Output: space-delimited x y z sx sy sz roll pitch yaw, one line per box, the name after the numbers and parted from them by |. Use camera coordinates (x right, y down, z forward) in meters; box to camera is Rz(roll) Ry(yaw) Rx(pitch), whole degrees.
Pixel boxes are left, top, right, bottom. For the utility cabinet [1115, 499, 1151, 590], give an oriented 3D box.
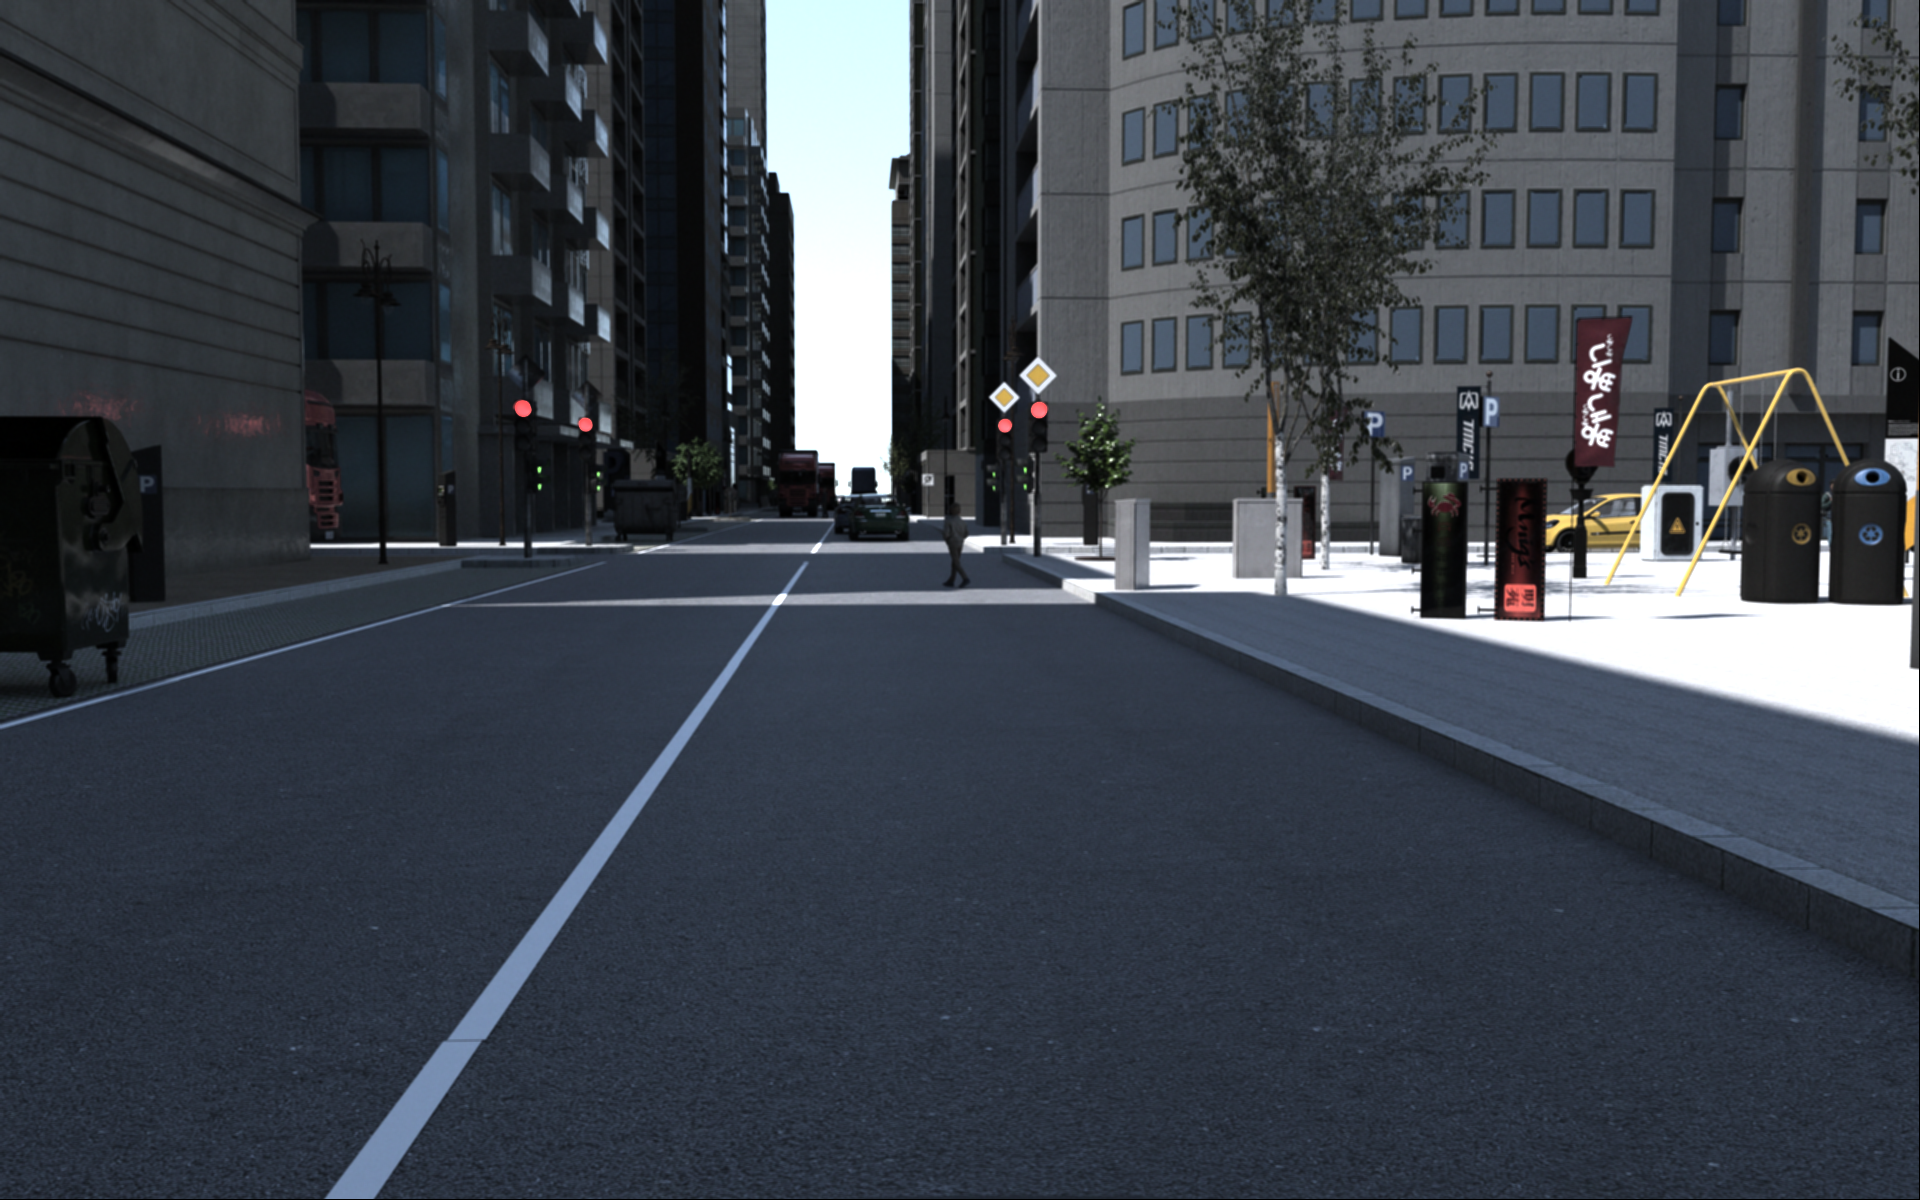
2.340 -0.757 23.533 0.306 1.237 1.020 1 4 17 | utility cabinet

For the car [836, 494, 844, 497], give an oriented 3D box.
-16.735 -13.998 240.866 2.014 1.417 4.499 0 4 -4 | car

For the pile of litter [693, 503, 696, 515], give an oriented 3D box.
-16.098 -5.515 104.136 1.719 0.858 1.176 -1 4 -12 | pile of litter

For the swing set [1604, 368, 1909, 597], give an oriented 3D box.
10.491 -1.559 23.111 2.862 2.851 3.119 0 4 3 | swing set

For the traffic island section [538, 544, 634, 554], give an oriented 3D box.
-9.198 -1.258 42.844 2.009 0.180 2.903 0 4 -3 | traffic island section

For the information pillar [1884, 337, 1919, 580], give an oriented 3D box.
14.036 -2.108 25.823 0.504 3.616 0.183 1 4 22 | information pillar

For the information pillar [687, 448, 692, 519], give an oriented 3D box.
-13.731 -5.906 87.923 0.183 3.616 0.504 -2 4 -30 | information pillar

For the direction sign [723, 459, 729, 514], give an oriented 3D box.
-15.124 -7.330 111.845 0.379 3.537 0.876 -1 4 -15 | direction sign

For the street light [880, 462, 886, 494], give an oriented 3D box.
-10.503 -16.419 241.238 0.468 5.910 1.993 0 4 -3 | street light

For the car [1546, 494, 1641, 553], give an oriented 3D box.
15.512 -1.919 41.604 3.980 1.641 2.015 0 4 -2 | car

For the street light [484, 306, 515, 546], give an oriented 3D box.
-11.355 -4.284 42.823 0.468 5.910 1.993 0 4 -3 | street light

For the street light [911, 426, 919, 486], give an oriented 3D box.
-3.295 -9.157 122.510 0.468 5.910 1.993 0 4 -3 | street light

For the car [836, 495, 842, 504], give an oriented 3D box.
-14.691 -11.708 203.779 2.083 1.381 4.827 0 4 -3 | car

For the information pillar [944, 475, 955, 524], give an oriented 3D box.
-0.408 -3.875 67.854 0.304 2.012 0.304 -2 4 -31 | information pillar

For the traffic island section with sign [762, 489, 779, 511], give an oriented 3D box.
-15.255 -8.202 142.722 1.989 1.847 2.006 0 4 -3 | traffic island section with sign

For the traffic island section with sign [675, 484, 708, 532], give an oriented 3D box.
-10.575 -3.473 65.418 1.989 1.847 2.006 0 4 -3 | traffic island section with sign

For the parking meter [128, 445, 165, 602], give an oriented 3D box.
-9.717 -0.911 20.612 0.399 1.863 0.255 -3 5 -40 | parking meter

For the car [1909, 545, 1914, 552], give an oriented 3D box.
24.476 -1.922 40.106 5.304 1.827 2.281 0 4 -4 | car

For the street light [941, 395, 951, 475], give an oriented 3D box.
-0.670 -6.614 80.927 0.468 5.910 1.993 0 4 -3 | street light

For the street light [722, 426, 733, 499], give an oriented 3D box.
-15.503 -8.688 114.838 0.468 5.910 1.993 0 4 -3 | street light

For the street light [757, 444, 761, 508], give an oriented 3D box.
-18.107 -11.231 156.412 0.468 5.910 1.993 0 4 -3 | street light

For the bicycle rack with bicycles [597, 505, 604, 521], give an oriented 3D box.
-18.038 -4.300 83.685 2.925 0.926 2.852 3 5 45 | bicycle rack with bicycles

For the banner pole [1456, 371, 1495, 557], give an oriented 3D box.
10.541 -2.774 35.377 0.863 3.779 0.401 1 4 13 | banner pole

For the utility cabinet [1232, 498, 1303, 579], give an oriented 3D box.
4.689 -0.933 26.422 1.020 1.237 0.306 0 4 -6 | utility cabinet

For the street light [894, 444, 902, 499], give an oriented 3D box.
-5.541 -11.354 158.422 0.468 5.910 1.993 0 4 -3 | street light

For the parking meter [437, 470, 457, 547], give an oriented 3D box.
-12.548 -2.242 42.360 0.255 1.863 0.399 2 4 30 | parking meter

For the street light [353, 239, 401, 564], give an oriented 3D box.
-10.605 -3.601 31.667 0.468 5.910 1.993 0 4 -3 | street light

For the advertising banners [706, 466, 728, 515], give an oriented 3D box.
-15.214 -6.864 108.407 0.090 3.025 2.074 2 4 33 | advertising banners

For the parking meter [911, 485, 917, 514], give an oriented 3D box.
-2.933 -6.500 111.990 0.399 1.863 0.255 0 4 7 | parking meter

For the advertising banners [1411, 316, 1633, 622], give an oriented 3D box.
5.644 -1.302 17.484 2.074 3.025 0.090 2 4 24 | advertising banners

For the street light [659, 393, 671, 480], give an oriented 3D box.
-13.402 -6.491 78.917 0.468 5.910 1.993 0 4 -3 | street light

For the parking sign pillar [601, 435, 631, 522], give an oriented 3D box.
-15.607 -5.523 78.778 1.447 3.967 1.447 2 4 32 | parking sign pillar

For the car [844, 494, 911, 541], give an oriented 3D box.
-2.593 -2.630 54.791 2.131 1.459 4.920 0 4 -5 | car

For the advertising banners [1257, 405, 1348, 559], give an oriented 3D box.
6.740 -2.311 33.965 2.074 3.025 0.090 -1 4 -22 | advertising banners

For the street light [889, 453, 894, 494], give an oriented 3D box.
-8.239 -14.223 205.327 0.468 5.910 1.993 0 4 -3 | street light

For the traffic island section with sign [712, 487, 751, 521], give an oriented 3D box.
-12.227 -5.137 92.612 1.989 1.847 2.006 0 4 -3 | traffic island section with sign

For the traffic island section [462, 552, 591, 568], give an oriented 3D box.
-8.716 -0.770 34.873 2.009 0.180 2.903 0 4 -3 | traffic island section

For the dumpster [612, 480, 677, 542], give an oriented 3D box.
-9.458 -2.683 52.084 1.865 1.857 1.264 0 4 -3 | dumpster

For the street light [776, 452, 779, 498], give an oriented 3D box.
-20.248 -13.428 192.330 0.468 5.910 1.993 0 4 -3 | street light

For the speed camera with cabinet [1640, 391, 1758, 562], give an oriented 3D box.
14.141 -2.373 33.133 2.038 3.252 0.660 0 4 -6 | speed camera with cabinet

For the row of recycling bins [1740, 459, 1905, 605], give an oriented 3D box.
11.008 -0.795 20.104 3.534 1.692 1.069 2 4 24 | row of recycling bins

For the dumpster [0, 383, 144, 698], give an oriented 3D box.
-7.128 -0.458 12.433 1.985 2.255 1.502 0 4 -5 | dumpster

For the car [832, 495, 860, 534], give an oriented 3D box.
-3.733 -3.187 64.114 2.014 1.417 4.499 0 4 -2 | car

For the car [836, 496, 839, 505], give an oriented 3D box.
-13.878 -10.759 184.712 1.959 1.807 4.718 0 4 -4 | car

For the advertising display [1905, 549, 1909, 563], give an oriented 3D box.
17.876 -1.624 31.773 0.974 1.923 0.123 3 4 38 | advertising display

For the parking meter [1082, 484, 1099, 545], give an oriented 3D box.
3.265 -2.305 43.394 0.399 1.863 0.255 1 4 11 | parking meter

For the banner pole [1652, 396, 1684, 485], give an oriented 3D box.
18.115 -3.315 44.222 0.863 3.779 0.401 1 4 21 | banner pole

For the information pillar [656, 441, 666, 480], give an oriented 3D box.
-13.292 -5.230 76.863 0.183 3.616 0.504 3 5 42 | information pillar

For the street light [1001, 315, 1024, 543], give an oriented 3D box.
1.362 -4.417 45.002 0.468 5.910 1.993 0 4 -3 | street light
